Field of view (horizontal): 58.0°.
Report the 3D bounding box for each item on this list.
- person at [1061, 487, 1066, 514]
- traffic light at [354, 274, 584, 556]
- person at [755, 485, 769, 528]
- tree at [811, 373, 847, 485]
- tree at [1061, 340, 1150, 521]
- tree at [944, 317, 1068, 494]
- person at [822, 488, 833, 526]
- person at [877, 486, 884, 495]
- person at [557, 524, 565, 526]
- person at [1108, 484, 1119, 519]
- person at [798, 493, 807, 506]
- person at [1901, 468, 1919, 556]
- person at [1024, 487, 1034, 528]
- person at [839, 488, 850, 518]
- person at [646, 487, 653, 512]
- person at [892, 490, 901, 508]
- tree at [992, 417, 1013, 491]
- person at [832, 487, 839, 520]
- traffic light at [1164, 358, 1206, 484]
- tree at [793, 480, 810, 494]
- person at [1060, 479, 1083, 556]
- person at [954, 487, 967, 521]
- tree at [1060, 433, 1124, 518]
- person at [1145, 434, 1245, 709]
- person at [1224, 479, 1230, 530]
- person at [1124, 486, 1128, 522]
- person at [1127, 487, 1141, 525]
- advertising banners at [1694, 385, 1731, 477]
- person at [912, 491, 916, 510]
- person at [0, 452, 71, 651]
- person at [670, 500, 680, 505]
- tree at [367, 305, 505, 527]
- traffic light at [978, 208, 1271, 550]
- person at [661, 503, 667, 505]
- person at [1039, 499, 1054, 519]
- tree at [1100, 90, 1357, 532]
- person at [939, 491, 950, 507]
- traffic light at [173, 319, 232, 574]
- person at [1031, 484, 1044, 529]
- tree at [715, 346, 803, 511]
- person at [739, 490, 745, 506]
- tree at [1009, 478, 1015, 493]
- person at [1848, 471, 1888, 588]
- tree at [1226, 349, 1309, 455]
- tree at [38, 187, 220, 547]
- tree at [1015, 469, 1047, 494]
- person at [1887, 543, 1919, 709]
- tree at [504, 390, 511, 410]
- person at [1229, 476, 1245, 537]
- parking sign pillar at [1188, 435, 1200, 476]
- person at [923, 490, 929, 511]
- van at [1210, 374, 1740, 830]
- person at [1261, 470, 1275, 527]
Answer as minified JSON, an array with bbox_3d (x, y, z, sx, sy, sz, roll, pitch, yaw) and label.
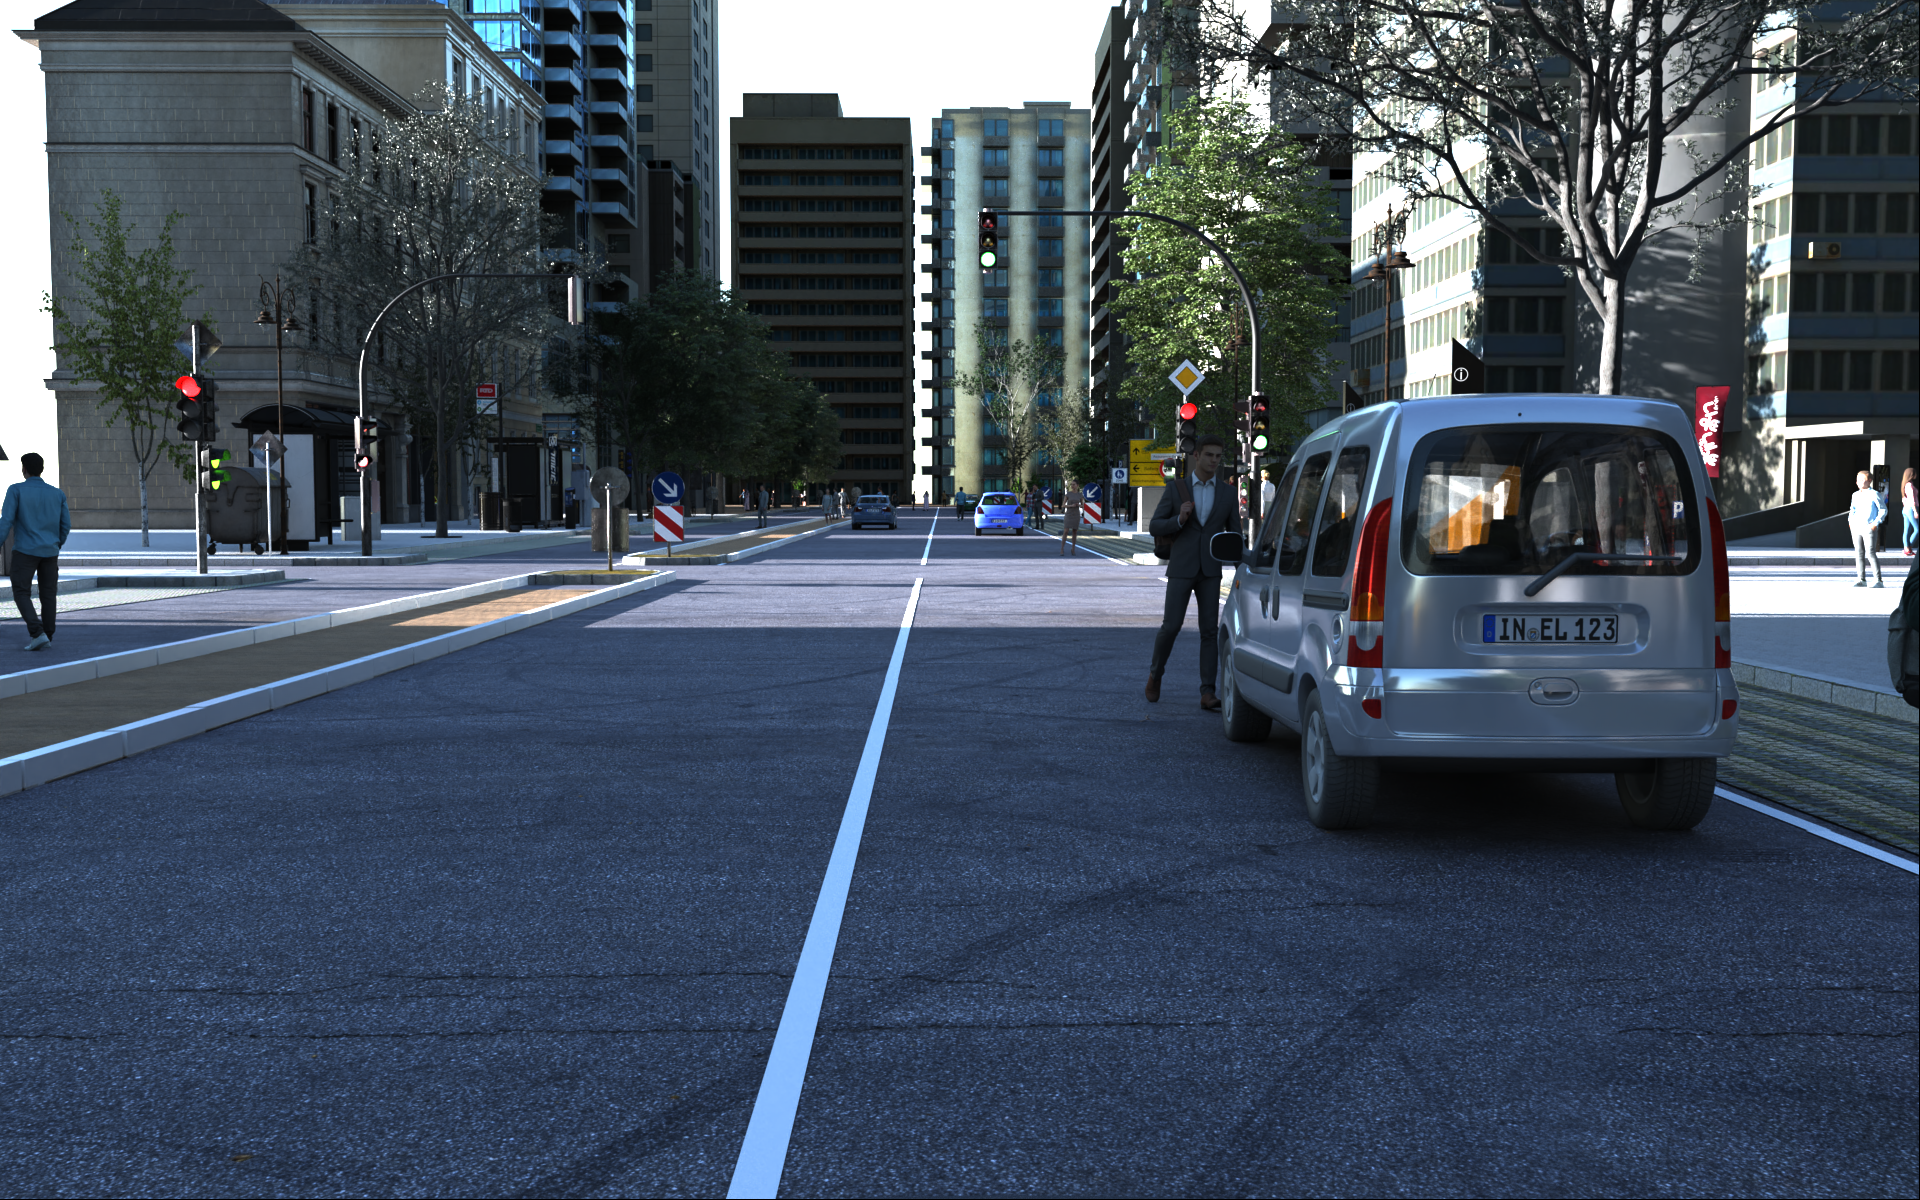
[{"bbox_3d":[6.853,-6.445,111.517,0.767,1.812,0.694,-1,4,-9],"label":"person"},{"bbox_3d":[-10.196,-3.744,35.875,4.771,5.953,1.251,0,4,-1],"label":"traffic light"},{"bbox_3d":[-8.227,-3.896,72.301,0.635,1.810,0.391,3,5,43],"label":"person"},{"bbox_3d":[-16.598,-15.285,156.559,9.857,13.997,8.962,0,3,0],"label":"tree"},{"bbox_3d":[7.261,-8.142,83.490,4.360,8.622,3.978,0,3,0],"label":"tree"},{"bbox_3d":[4.332,-20.206,186.257,12.611,20.169,13.585,0,3,0],"label":"tree"},{"bbox_3d":[-5.883,-4.129,77.012,0.512,1.701,0.522,1,4,9],"label":"person"},{"bbox_3d":[-3.817,-4.601,83.823,0.778,1.811,0.616,3,4,38],"label":"person"},{"bbox_3d":[-16.133,-3.915,70.150,0.391,1.810,0.635,2,4,34],"label":"person"},{"bbox_3d":[7.825,-5.006,87.690,0.655,1.846,0.447,-2,4,-23],"label":"person"},{"bbox_3d":[-16.553,-10.572,182.079,0.799,1.438,0.628,-2,4,-25],"label":"person"},{"bbox_3d":[19.691,-1.822,35.845,0.388,1.821,0.555,0,4,1],"label":"person"},{"bbox_3d":[2.979,-3.944,73.820,0.643,1.720,0.563,-1,4,-18],"label":"person"},{"bbox_3d":[-7.028,-5.866,104.522,0.709,1.813,0.853,-2,4,-29],"label":"person"},{"bbox_3d":[-22.189,-7.169,123.808,0.434,1.755,0.990,0,4,-1],"label":"person"},{"bbox_3d":[-4.572,-7.003,123.724,0.721,1.735,1.217,2,4,26],"label":"person"},{"bbox_3d":[5.246,-12.833,160.185,4.360,8.622,3.978,0,3,0],"label":"tree"},{"bbox_3d":[-7.021,-5.375,96.583,0.583,1.804,0.606,1,4,14],"label":"person"},{"bbox_3d":[4.673,-2.880,36.007,0.839,4.253,0.868,0,4,-1],"label":"traffic light"},{"bbox_3d":[-16.664,-11.347,180.121,1.663,3.219,1.824,0,3,0],"label":"tree"},{"bbox_3d":[2.617,-1.932,40.427,0.599,1.781,0.374,-1,4,-10],"label":"person"},{"bbox_3d":[0.021,-5.115,92.148,0.660,1.820,0.620,-1,4,-10],"label":"person"},{"bbox_3d":[7.099,-6.732,93.787,4.285,4.588,4.351,0,3,0],"label":"tree"},{"bbox_3d":[1.594,-0.194,11.637,0.622,1.834,0.822,-1,4,-15],"label":"person"},{"bbox_3d":[9.425,-3.365,61.186,0.853,1.813,0.709,3,4,39],"label":"person"},{"bbox_3d":[7.895,-4.546,80.619,0.529,1.795,0.600,0,4,7],"label":"person"},{"bbox_3d":[7.173,-3.977,70.865,0.655,1.846,0.447,0,4,-3],"label":"person"},{"bbox_3d":[11.461,-1.969,28.379,2.074,3.025,0.090,2,4,32],"label":"advertising banners"},{"bbox_3d":[-4.013,-8.655,150.924,0.530,1.710,0.541,2,4,35],"label":"person"},{"bbox_3d":[-8.543,-0.458,16.010,0.620,1.820,0.660,2,4,32],"label":"person"},{"bbox_3d":[-10.382,-3.319,62.996,0.478,1.798,0.641,-2,4,-25],"label":"person"},{"bbox_3d":[-20.440,-7.099,66.438,4.360,8.622,3.978,0,3,0],"label":"tree"},{"bbox_3d":[2.664,-3.253,27.860,4.771,5.953,1.251,0,4,-1],"label":"traffic light"},{"bbox_3d":[-12.673,-4.029,75.052,0.731,1.740,0.598,-1,4,-9],"label":"person"},{"bbox_3d":[4.450,-5.012,90.720,0.850,1.792,0.678,2,4,32],"label":"person"},{"bbox_3d":[7.614,-8.028,49.389,7.486,12.596,7.792,0,3,0],"label":"tree"},{"bbox_3d":[-1.729,-11.111,190.258,1.348,1.812,0.705,0,4,-6],"label":"person"},{"bbox_3d":[-12.206,-2.380,27.834,0.839,4.253,0.868,0,4,-1],"label":"traffic light"},{"bbox_3d":[3.124,-3.770,69.943,0.447,1.846,0.655,-3,4,-37],"label":"person"},{"bbox_3d":[-15.323,-12.982,130.387,7.486,12.596,7.792,0,3,0],"label":"tree"},{"bbox_3d":[-22.992,-10.923,184.619,0.705,1.826,1.348,2,4,35],"label":"person"},{"bbox_3d":[6.108,-11.184,177.464,1.663,3.219,1.824,0,3,0],"label":"tree"},{"bbox_3d":[12.482,-0.981,23.897,0.330,1.601,0.589,-1,4,-13],"label":"person"},{"bbox_3d":[13.876,-7.767,77.359,4.737,8.622,4.395,0,3,0],"label":"tree"},{"bbox_3d":[-19.776,-5.588,41.728,4.737,8.622,4.395,0,3,0],"label":"tree"},{"bbox_3d":[5.650,-8.459,132.911,1.663,3.219,1.824,0,3,0],"label":"tree"},{"bbox_3d":[2.352,0.303,3.537,0.794,1.824,0.713,1,4,16],"label":"person"},{"bbox_3d":[-20.398,-7.406,71.449,4.360,8.622,3.978,0,3,0],"label":"tree"},{"bbox_3d":[8.300,-2.812,51.993,0.580,1.828,0.573,0,4,-1],"label":"person"},{"bbox_3d":[7.606,-4.138,56.120,1.447,3.967,1.447,1,4,18],"label":"parking sign pillar"},{"bbox_3d":[-2.856,-8.423,146.883,0.551,1.740,0.621,-3,4,-37],"label":"person"},{"bbox_3d":[2.350,-0.107,8.767,2.013,2.044,4.112,0,4,1],"label":"van"},{"bbox_3d":[6.547,-1.873,36.899,0.478,1.798,0.641,-1,4,-21],"label":"person"}]
